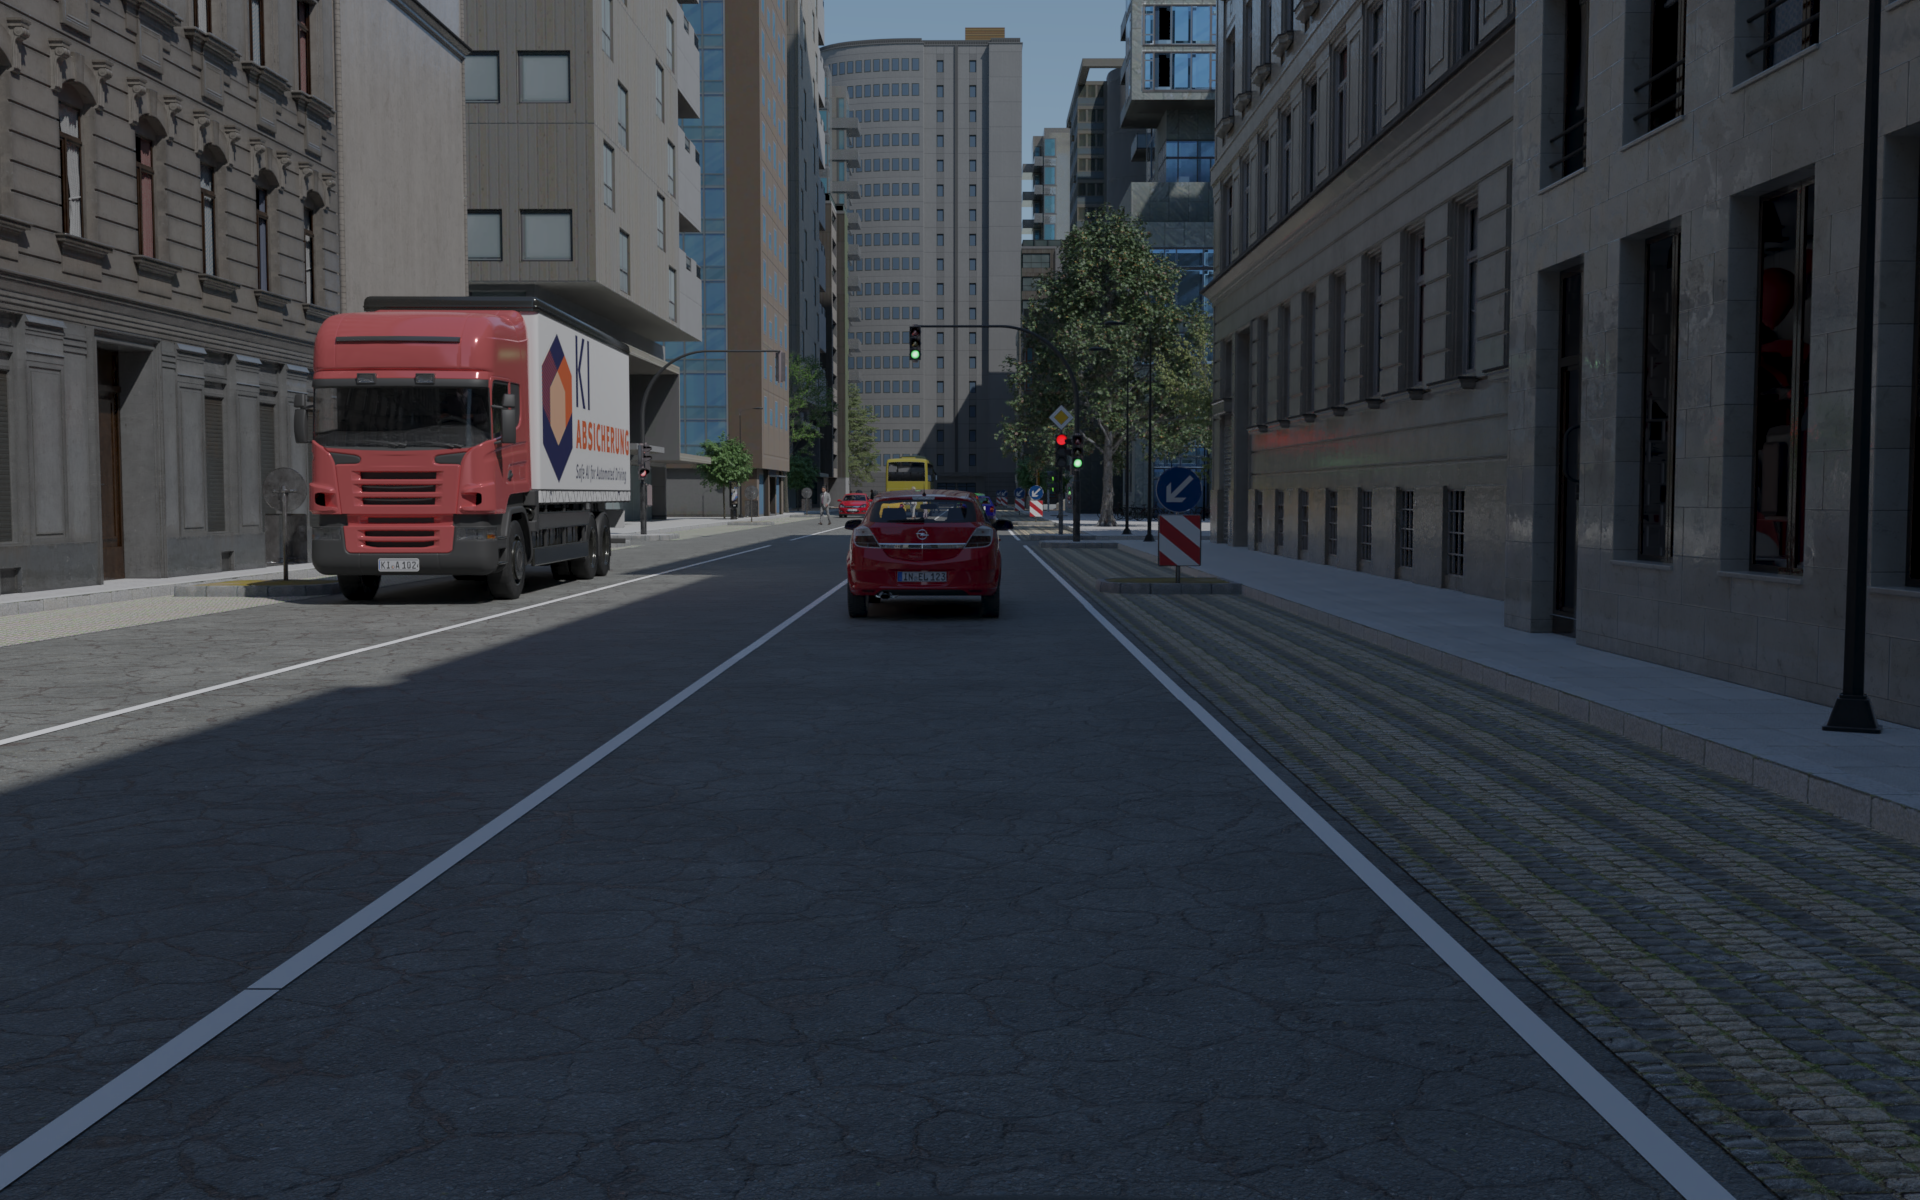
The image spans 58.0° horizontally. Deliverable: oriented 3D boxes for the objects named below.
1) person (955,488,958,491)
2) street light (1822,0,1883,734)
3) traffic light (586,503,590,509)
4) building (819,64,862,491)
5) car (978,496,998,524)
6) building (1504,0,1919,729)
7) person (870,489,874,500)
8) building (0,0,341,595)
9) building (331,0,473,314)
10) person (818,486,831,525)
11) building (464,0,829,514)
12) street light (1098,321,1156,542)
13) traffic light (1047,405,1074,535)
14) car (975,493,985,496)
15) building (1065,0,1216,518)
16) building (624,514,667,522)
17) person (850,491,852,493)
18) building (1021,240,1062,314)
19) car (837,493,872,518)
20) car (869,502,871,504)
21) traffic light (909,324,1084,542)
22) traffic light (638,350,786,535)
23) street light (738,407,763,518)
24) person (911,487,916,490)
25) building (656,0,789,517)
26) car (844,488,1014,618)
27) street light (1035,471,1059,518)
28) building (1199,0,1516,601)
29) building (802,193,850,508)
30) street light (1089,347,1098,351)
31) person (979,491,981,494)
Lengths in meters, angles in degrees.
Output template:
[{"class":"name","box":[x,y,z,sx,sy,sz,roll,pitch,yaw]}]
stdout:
[{"class":"person","box":[-0.281,-7.128,124.826,0.755,1.850,0.659,-2,4,-34]},{"class":"street light","box":[4.320,-2.246,9.266,1.470,5.913,1.316,0,4,0]},{"class":"traffic light","box":[-10.042,-3.535,46.716,0.839,4.253,0.868,0,4,0]},{"class":"building","box":[-26.561,-35.100,193.492,30.456,49.044,23.786,0,4,0]},{"class":"car","box":[0.822,-4.265,82.310,1.945,1.354,3.894,0,3,0]},{"class":"building","box":[10.407,-9.357,7.737,10.420,20.320,16.860,0,4,0]},{"class":"person","box":[-7.515,-8.481,147.183,0.705,1.821,1.348,0,4,-3]},{"class":"building","box":[-16.797,-10.742,24.780,9.793,20.994,18.267,0,4,0]},{"class":"building","box":[-22.049,-10.807,41.326,19.286,19.102,10.561,0,4,0]},{"class":"person","box":[-6.251,-4.368,80.198,0.678,1.792,0.850,2,4,29]},{"class":"building","box":[-25.450,-33.898,143.471,28.713,52.752,27.495,0,4,0]},{"class":"street light","box":[4.574,-4.531,46.628,1.470,5.913,1.316,0,4,0]},{"class":"traffic light","box":[3.169,-4.019,54.635,0.839,4.253,0.868,0,4,0]},{"class":"car","box":[0.703,-5.099,92.164,1.959,1.807,4.718,0,4,1]},{"class":"building","box":[18.493,-48.429,104.479,22.319,86.520,31.000,0,4,0]},{"class":"building","box":[-25.938,-29.529,72.045,28.713,52.752,27.495,0,4,0]},{"class":"person","box":[-9.564,-8.702,151.603,1.217,1.723,0.721,0,4,5]},{"class":"building","box":[13.865,-26.063,197.835,14.160,30.474,14.107,0,4,0]},{"class":"car","box":[-6.343,-5.886,105.279,2.155,1.783,4.494,0,4,2]},{"class":"car","box":[-3.581,-4.717,87.345,2.015,1.641,3.980,0,4,-2]},{"class":"traffic light","box":[1.027,-4.395,46.522,4.771,5.953,1.251,0,4,0]},{"class":"traffic light","box":[-7.900,-4.896,54.723,4.771,5.953,1.251,0,4,0]},{"class":"street light","box":[-11.208,-7.347,92.660,1.470,5.913,1.316,0,4,0]},{"class":"person","box":[-2.545,-5.328,95.484,0.514,1.842,0.818,1,4,23]},{"class":"building","box":[-17.712,-27.578,101.015,14.600,45.320,14.200,0,4,0]},{"class":"car","box":[-0.400,-0.767,21.580,2.155,1.783,4.494,0,4,1]},{"class":"street light","box":[4.777,-7.331,92.409,1.470,5.913,1.316,0,4,0]},{"class":"building","box":[13.846,-12.111,31.292,16.112,22.955,30.059,0,4,0]},{"class":"building","box":[-18.128,-24.074,165.318,14.160,30.474,14.107,0,4,0]},{"class":"street light","box":[4.764,-5.035,54.867,1.470,5.913,1.316,0,4,0]},{"class":"person","box":[2.109,-10.403,179.118,0.617,1.759,0.750,-2,4,-25]}]
